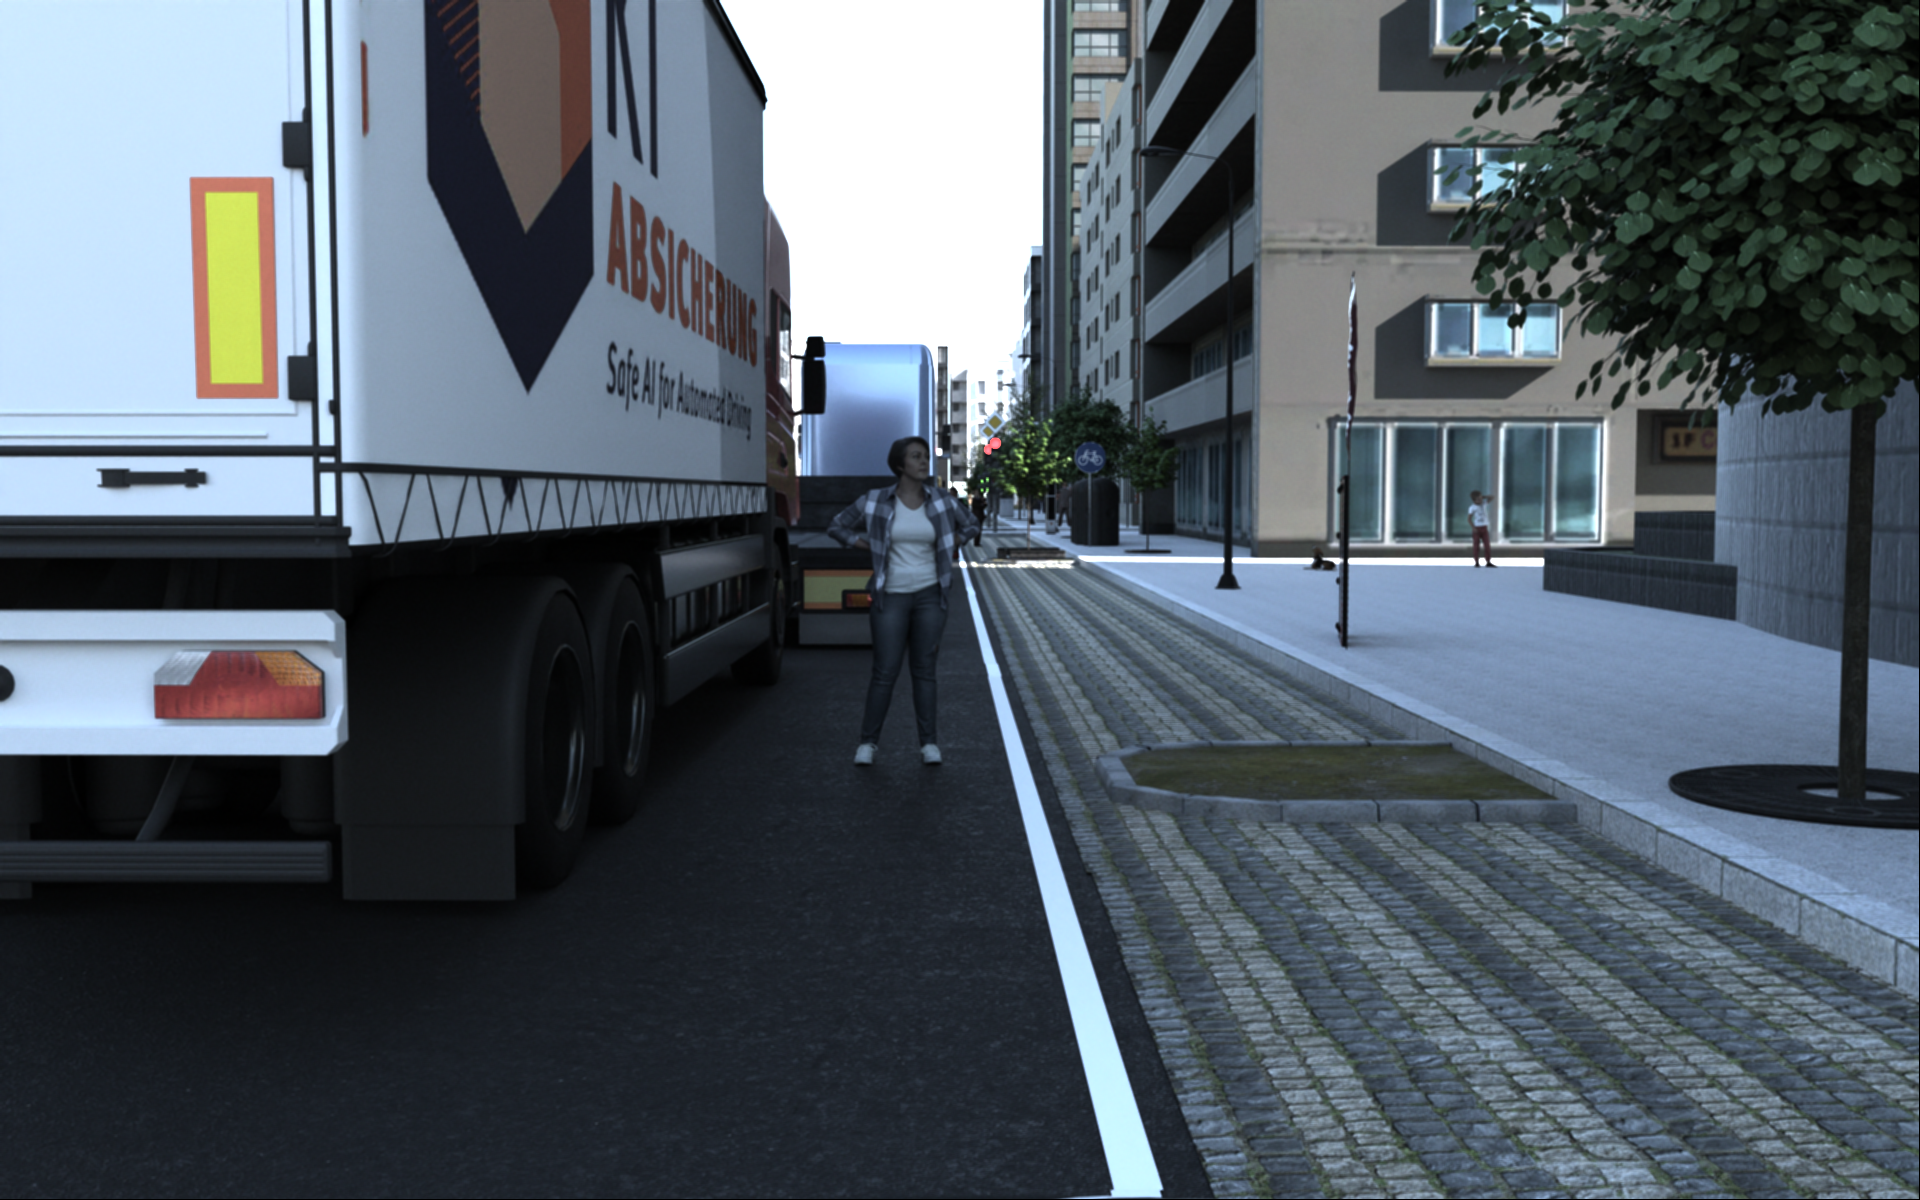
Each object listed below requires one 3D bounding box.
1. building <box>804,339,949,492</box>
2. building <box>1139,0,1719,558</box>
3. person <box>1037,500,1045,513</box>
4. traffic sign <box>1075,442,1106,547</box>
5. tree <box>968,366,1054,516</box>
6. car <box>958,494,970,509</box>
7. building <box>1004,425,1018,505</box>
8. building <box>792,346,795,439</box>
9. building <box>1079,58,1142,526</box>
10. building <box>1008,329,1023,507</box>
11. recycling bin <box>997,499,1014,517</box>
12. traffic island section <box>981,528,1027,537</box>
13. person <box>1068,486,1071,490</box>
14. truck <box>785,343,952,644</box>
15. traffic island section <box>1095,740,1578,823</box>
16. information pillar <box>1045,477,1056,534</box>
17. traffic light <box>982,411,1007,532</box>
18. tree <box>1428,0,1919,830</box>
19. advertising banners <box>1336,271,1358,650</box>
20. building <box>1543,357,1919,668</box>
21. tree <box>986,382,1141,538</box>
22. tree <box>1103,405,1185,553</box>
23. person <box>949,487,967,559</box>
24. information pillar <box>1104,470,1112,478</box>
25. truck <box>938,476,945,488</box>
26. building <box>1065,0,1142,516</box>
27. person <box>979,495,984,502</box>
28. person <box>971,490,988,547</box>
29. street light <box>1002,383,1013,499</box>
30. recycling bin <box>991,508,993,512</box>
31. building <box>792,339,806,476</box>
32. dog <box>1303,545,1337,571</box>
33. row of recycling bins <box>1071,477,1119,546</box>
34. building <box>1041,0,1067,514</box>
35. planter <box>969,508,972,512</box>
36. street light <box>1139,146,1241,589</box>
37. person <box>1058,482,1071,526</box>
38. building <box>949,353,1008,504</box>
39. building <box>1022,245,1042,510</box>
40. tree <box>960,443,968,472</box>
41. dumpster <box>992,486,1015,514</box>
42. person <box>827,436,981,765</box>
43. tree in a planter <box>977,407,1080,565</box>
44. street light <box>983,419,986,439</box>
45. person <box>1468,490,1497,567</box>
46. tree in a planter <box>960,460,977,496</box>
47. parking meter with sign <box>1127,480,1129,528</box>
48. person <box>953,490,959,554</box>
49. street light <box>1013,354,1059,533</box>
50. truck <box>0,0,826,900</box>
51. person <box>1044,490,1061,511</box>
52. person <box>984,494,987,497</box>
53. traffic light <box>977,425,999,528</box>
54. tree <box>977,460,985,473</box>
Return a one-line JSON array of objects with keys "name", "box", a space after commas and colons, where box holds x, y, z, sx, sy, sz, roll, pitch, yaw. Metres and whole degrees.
[{"name": "building", "box": [-17.894, -24.333, 241.821, 32.646, 21.610, 27.936, 0, 4, -1]}, {"name": "building", "box": [16.483, -25.680, 43.578, 21.300, 48.544, 21.600, 0, 4, -1]}, {"name": "person", "box": [5.428, -6.658, 115.718, 0.655, 1.722, 0.431, 0, 4, 4]}, {"name": "traffic sign", "box": [3.178, -2.580, 42.291, 0.768, 2.556, 0.104, 0, 4, 2]}, {"name": "tree", "box": [3.443, -9.093, 99.037, 4.737, 8.622, 4.395, 0, 3, 0]}, {"name": "car", "box": [-0.064, -9.397, 162.435, 1.959, 1.807, 4.718, 0, 4, -1]}, {"name": "building", "box": [10.035, -15.843, 201.182, 9.099, 9.664, 28.070, 0, 4, -1]}, {"name": "building", "box": [-26.202, -20.506, 191.692, 16.016, 20.091, 11.380, 0, 4, -1]}, {"name": "building", "box": [21.221, -14.547, 82.891, 28.899, 21.520, 27.650, 0, 4, -1]}, {"name": "building", "box": [13.530, -19.865, 181.207, 16.016, 20.091, 11.380, 0, 4, -1]}, {"name": "recycling bin", "box": [2.560, -5.062, 95.321, 0.722, 1.027, 0.722, 0, 4, -6]}, {"name": "traffic island section", "box": [1.202, -2.208, 58.387, 2.009, 0.180, 2.903, 0, 4, -1]}, {"name": "person", "box": [4.808, -3.893, 70.491, 0.742, 1.727, 0.445, -1, 4, -23]}, {"name": "truck", "box": [-1.659, -2.163, 25.116, 2.967, 4.110, 18.799, 0, 3, 0]}, {"name": "traffic island section", "box": [1.685, 0.879, 8.494, 1.991, 0.108, 1.994, 0, 4, -1]}, {"name": "information pillar", "box": [2.906, -3.116, 55.446, 0.304, 2.012, 0.304, 0, 4, -6]}, {"name": "traffic light", "box": [1.162, -4.242, 58.273, 0.839, 4.253, 0.868, 0, 4, -1]}, {"name": "tree", "box": [3.821, -1.431, 7.111, 4.285, 4.588, 4.351, 0, 3, 0]}, {"name": "advertising banners", "box": [3.277, -1.132, 14.695, 0.090, 3.025, 2.074, 1, 4, 11]}, {"name": "building", "box": [17.521, -28.651, 10.437, 21.231, 58.520, 28.212, 0, 4, -1]}, {"name": "tree", "box": [3.723, -4.098, 50.711, 4.285, 4.588, 4.351, 0, 3, 0]}, {"name": "tree", "box": [4.150, -2.635, 37.679, 1.663, 3.219, 1.824, 0, 3, 0]}, {"name": "person", "box": [-0.188, -1.718, 38.466, 0.662, 1.594, 0.647, -2, 4, -24]}, {"name": "information pillar", "box": [5.599, -4.569, 66.060, 0.504, 3.616, 0.183, -2, 4, -31]}, {"name": "truck", "box": [-3.355, -11.818, 189.154, 3.469, 3.379, 9.791, 0, 4, -1]}, {"name": "building", "box": [13.375, -25.817, 105.708, 14.154, 41.232, 14.086, 0, 4, -1]}, {"name": "person", "box": [1.358, -6.369, 112.766, 0.434, 1.807, 0.598, 0, 4, -3]}, {"name": "person", "box": [0.525, -2.227, 47.177, 0.388, 1.546, 0.482, 2, 4, 27]}, {"name": "street light", "box": [2.481, -6.133, 72.814, 1.470, 5.913, 1.316, 0, 4, -1]}, {"name": "recycling bin", "box": [2.585, -6.071, 111.818, 0.722, 1.027, 0.722, -1, 4, -9]}, {"name": "building", "box": [-33.837, -20.779, 206.200, 31.486, 18.905, 16.747, 0, 4, -1]}, {"name": "dog", "box": [6.073, -0.702, 29.217, 0.550, 0.427, 0.748, 1, 4, 10]}, {"name": "row of recycling bins", "box": [3.395, -2.278, 44.363, 1.069, 1.692, 3.534, 0, 4, -3]}, {"name": "building", "box": [16.489, -35.750, 126.516, 21.231, 58.520, 28.212, 0, 4, -1]}, {"name": "planter", "box": [0.125, -8.993, 168.181, 1.991, 0.319, 1.994, 0, 4, -1]}, {"name": "street light", "box": [3.094, -3.106, 23.324, 1.470, 5.913, 1.316, 0, 4, -1]}, {"name": "person", "box": [4.108, -3.778, 68.369, 0.990, 1.755, 0.434, 0, 4, 5]}, {"name": "building", "box": [4.242, -23.274, 236.944, 11.380, 20.091, 16.016, 0, 4, -1]}, {"name": "building", "box": [19.559, -19.253, 158.755, 27.936, 21.610, 32.646, 0, 4, -1]}, {"name": "tree", "box": [2.184, -14.795, 192.262, 4.737, 8.622, 4.395, 0, 3, 0]}, {"name": "dumpster", "box": [2.831, -6.349, 109.561, 1.264, 1.857, 1.865, 0, 4, -1]}, {"name": "person", "box": [-0.281, -0.001, 9.247, 0.841, 1.734, 0.376, -1, 4, -8]}, {"name": "tree in a planter", "box": [1.423, -2.353, 35.701, 1.991, 3.239, 1.994, 0, 4, -1]}, {"name": "street light", "box": [2.119, -8.231, 107.113, 1.470, 5.913, 1.316, 0, 4, -1]}, {"name": "person", "box": [9.175, -1.251, 30.402, 0.435, 1.345, 0.340, -1, 4, -20]}, {"name": "tree in a planter", "box": [0.877, -5.732, 90.940, 1.991, 3.239, 1.994, 0, 4, -1]}, {"name": "parking meter with sign", "box": [7.217, -4.268, 66.048, 1.738, 3.016, 0.543, 0, 4, -3]}, {"name": "person", "box": [-0.234, -1.896, 41.702, 0.471, 1.553, 0.569, 1, 4, 12]}, {"name": "street light", "box": [2.619, -5.207, 57.679, 1.470, 5.913, 1.316, 0, 4, -1]}, {"name": "truck", "box": [-2.562, -1.264, 9.580, 2.839, 4.237, 11.283, 0, 4, 1]}, {"name": "person", "box": [3.546, -3.498, 66.468, 0.697, 1.427, 0.421, 2, 4, 33]}, {"name": "person", "box": [2.700, -9.171, 156.122, 1.348, 1.807, 0.705, -2, 4, -27]}, {"name": "traffic light", "box": [1.083, -4.730, 66.258, 0.839, 4.253, 0.868, 0, 4, -1]}, {"name": "tree", "box": [2.909, -6.253, 85.951, 4.285, 4.588, 4.351, 0, 3, 0]}]
